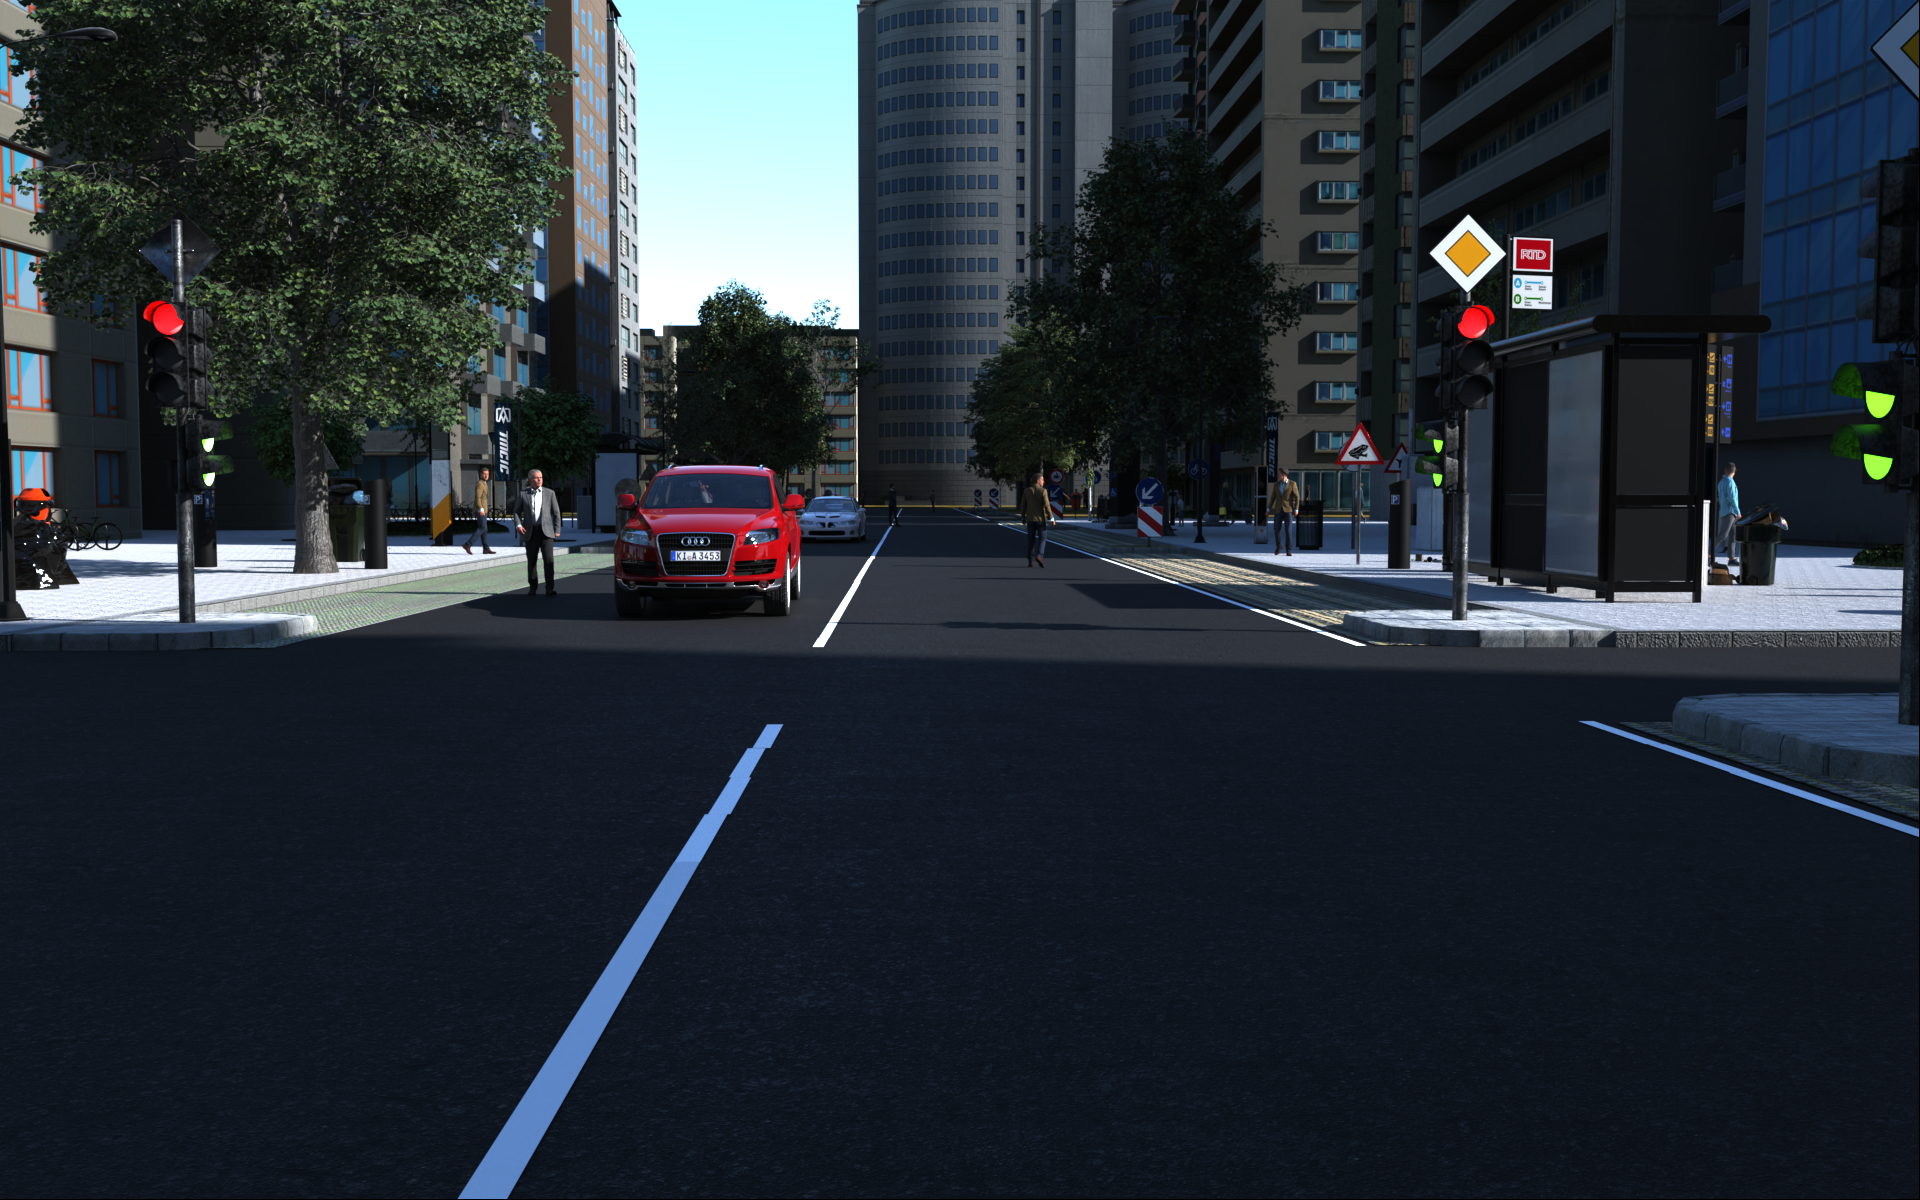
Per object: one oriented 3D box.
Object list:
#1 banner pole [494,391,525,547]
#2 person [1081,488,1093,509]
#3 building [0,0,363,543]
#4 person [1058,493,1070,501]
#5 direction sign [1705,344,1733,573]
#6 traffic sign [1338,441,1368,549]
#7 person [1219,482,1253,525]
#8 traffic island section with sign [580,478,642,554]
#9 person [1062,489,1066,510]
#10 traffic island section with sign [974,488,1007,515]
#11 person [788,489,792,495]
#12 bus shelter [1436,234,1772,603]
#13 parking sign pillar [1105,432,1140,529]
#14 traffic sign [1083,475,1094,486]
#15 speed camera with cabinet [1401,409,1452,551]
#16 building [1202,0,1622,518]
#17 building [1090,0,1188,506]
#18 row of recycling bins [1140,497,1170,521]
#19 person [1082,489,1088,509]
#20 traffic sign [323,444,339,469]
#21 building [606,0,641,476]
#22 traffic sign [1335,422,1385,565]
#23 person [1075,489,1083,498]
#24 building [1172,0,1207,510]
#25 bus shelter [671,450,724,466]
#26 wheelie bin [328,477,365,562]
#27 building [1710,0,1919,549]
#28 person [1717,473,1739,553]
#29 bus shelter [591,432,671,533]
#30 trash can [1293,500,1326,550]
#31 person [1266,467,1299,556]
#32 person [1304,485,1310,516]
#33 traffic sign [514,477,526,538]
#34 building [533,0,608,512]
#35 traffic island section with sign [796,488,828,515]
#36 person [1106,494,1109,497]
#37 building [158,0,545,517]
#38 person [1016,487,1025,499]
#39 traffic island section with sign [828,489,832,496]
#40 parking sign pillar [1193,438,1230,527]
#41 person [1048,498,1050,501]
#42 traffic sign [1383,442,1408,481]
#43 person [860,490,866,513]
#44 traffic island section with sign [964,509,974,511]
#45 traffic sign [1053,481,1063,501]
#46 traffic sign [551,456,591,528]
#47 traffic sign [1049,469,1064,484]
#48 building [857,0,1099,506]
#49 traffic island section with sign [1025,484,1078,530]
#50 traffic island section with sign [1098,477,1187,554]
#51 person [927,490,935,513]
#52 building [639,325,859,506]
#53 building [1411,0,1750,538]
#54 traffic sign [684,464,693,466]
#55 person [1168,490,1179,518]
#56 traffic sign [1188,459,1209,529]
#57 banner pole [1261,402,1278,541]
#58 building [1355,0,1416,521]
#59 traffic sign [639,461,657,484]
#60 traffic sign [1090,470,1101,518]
[{"bbox_3d":[-10.870,-3.174,41.908,0.863,3.779,0.401,-2,4,-34],"label":"banner pole"},{"bbox_3d":[11.083,-9.000,153.133,1.348,1.831,0.705,0,4,7],"label":"person"},{"bbox_3d":[-37.626,-12.836,54.903,27.650,21.520,28.899,0,4,-2],"label":"building"},{"bbox_3d":[5.848,-5.767,101.049,1.217,1.735,0.721,-1,4,-19],"label":"person"},{"bbox_3d":[11.554,-2.110,26.492,0.876,3.537,0.379,-3,5,-39],"label":"direction sign"},{"bbox_3d":[9.191,-2.466,40.432,0.768,2.556,0.104,0,4,1],"label":"traffic sign"},{"bbox_3d":[11.537,-4.055,72.563,1.509,1.804,0.699,-1,4,-10],"label":"person"},{"bbox_3d":[-8.126,-2.062,42.349,1.989,1.847,2.006,0,4,-2],"label":"traffic island section with sign"},{"bbox_3d":[8.177,-7.951,136.955,0.541,1.710,0.530,-1,4,-12],"label":"person"},{"bbox_3d":[2.192,-6.772,119.357,1.989,1.847,2.006,0,4,-2],"label":"traffic island section with sign"},{"bbox_3d":[-16.577,-9.860,167.937,1.217,1.739,0.721,0,4,5],"label":"person"},{"bbox_3d":[8.288,-2.869,24.535,2.179,5.291,8.768,0,4,-2],"label":"bus shelter"},{"bbox_3d":[6.085,-4.621,64.031,1.447,3.967,1.447,3,5,45],"label":"parking sign pillar"},{"bbox_3d":[6.838,-5.501,92.073,0.606,2.300,0.079,0,4,0],"label":"traffic sign"},{"bbox_3d":[10.703,-2.767,39.584,0.660,3.252,2.038,0,4,-5],"label":"speed camera with cabinet"},{"bbox_3d":[28.670,-30.050,115.013,21.300,48.544,21.600,0,4,-2],"label":"building"},{"bbox_3d":[30.605,-40.297,200.862,28.212,58.520,21.231,0,4,-2],"label":"building"},{"bbox_3d":[8.597,-4.560,81.668,3.534,1.692,1.069,-2,4,-30],"label":"row of recycling bins"},{"bbox_3d":[10.954,-8.790,150.470,0.721,1.735,1.217,-3,5,-43],"label":"person"},{"bbox_3d":[-13.769,-2.274,37.181,0.884,2.594,0.081,0,4,4],"label":"traffic sign"},{"bbox_3d":[-34.695,-28.310,146.466,14.086,41.232,14.154,0,4,-2],"label":"building"},{"bbox_3d":[7.235,-1.921,31.404,0.884,2.594,0.081,0,4,8],"label":"traffic sign"},{"bbox_3d":[9.921,-8.662,148.377,1.217,1.735,0.721,1,4,17],"label":"person"},{"bbox_3d":[28.994,-29.707,140.334,22.147,44.769,28.867,0,4,-2],"label":"building"},{"bbox_3d":[-12.598,-5.447,82.989,2.014,3.302,5.546,0,4,-2],"label":"bus shelter"},{"bbox_3d":[-11.621,-1.523,32.812,0.980,1.594,0.693,0,4,-4],"label":"wheelie bin"},{"bbox_3d":[27.734,-23.815,39.488,14.200,45.320,14.600,0,4,-2],"label":"building"},{"bbox_3d":[16.634,-1.899,37.649,0.362,1.759,0.519,-1,4,-12],"label":"person"},{"bbox_3d":[-11.353,-3.985,59.076,2.014,3.302,5.546,0,4,-2],"label":"bus shelter"},{"bbox_3d":[8.029,-1.721,39.785,0.748,1.137,0.748,0,3,0],"label":"trash can"},{"bbox_3d":[6.730,-1.848,36.166,0.656,1.842,0.836,0,4,0],"label":"person"},{"bbox_3d":[20.581,-5.905,102.730,0.705,1.807,1.348,0,4,6],"label":"person"},{"bbox_3d":[-12.839,-2.931,50.047,0.606,2.300,0.079,0,4,3],"label":"traffic sign"},{"bbox_3d":[-34.207,-29.261,128.527,14.600,45.320,14.200,0,4,-2],"label":"building"},{"bbox_3d":[-10.331,-6.784,119.545,1.989,1.847,2.006,0,4,-2],"label":"traffic island section with sign"},{"bbox_3d":[13.520,-9.010,154.172,1.217,1.723,0.721,-1,4,-13],"label":"person"},{"bbox_3d":[-38.455,-29.749,105.997,23.786,49.044,30.456,0,4,-2],"label":"building"},{"bbox_3d":[5.228,-8.374,142.936,1.348,1.826,0.705,-2,4,-31],"label":"person"},{"bbox_3d":[-11.102,-8.446,146.727,1.989,1.847,2.006,0,4,-2],"label":"traffic island section with sign"},{"bbox_3d":[9.995,-4.914,68.816,1.447,3.967,1.447,0,4,-3],"label":"parking sign pillar"},{"bbox_3d":[8.006,-8.979,153.372,0.721,1.766,1.217,-2,4,-30],"label":"person"},{"bbox_3d":[11.057,-2.658,43.465,0.884,2.594,0.081,0,4,0],"label":"traffic sign"},{"bbox_3d":[-7.373,-7.420,130.544,0.721,1.743,1.217,0,4,7],"label":"person"},{"bbox_3d":[1.389,-8.484,147.348,1.989,1.847,2.006,0,4,-2],"label":"traffic island section with sign"},{"bbox_3d":[5.107,-5.574,91.233,0.768,2.556,0.104,0,4,1],"label":"traffic sign"},{"bbox_3d":[-14.425,-4.398,65.787,2.265,3.308,0.079,0,4,6],"label":"traffic sign"},{"bbox_3d":[4.904,-5.378,88.039,0.768,2.556,0.104,0,3,0],"label":"traffic sign"},{"bbox_3d":[2.381,-40.298,200.864,28.212,58.520,21.231,0,4,-2],"label":"building"},{"bbox_3d":[3.632,-3.714,69.352,1.989,1.847,2.006,0,4,-2],"label":"traffic island section with sign"},{"bbox_3d":[4.414,-2.055,42.233,1.989,1.847,2.006,0,4,-2],"label":"traffic island section with sign"},{"bbox_3d":[-2.275,-7.673,134.478,0.750,1.759,0.617,1,4,10],"label":"person"},{"bbox_3d":[-26.229,-21.925,203.515,28.899,21.520,27.650,0,4,-2],"label":"building"},{"bbox_3d":[29.420,-26.678,59.884,21.300,48.544,21.600,0,4,-2],"label":"building"},{"bbox_3d":[-11.368,-4.438,72.674,0.768,2.556,0.104,0,4,5],"label":"traffic sign"},{"bbox_3d":[9.466,-4.331,77.136,0.678,1.792,0.850,0,4,-3],"label":"person"},{"bbox_3d":[8.631,-3.828,62.700,0.768,2.556,0.104,0,4,1],"label":"traffic sign"},{"bbox_3d":[8.308,-3.469,46.741,0.401,3.779,0.863,-2,4,-31],"label":"banner pole"},{"bbox_3d":[27.010,-19.234,86.183,14.160,30.474,14.107,0,4,-2],"label":"building"},{"bbox_3d":[-12.242,-4.185,68.428,0.884,2.594,0.081,0,4,4],"label":"traffic sign"},{"bbox_3d":[7.130,-5.634,92.227,0.768,2.556,0.104,0,4,2],"label":"traffic sign"}]
